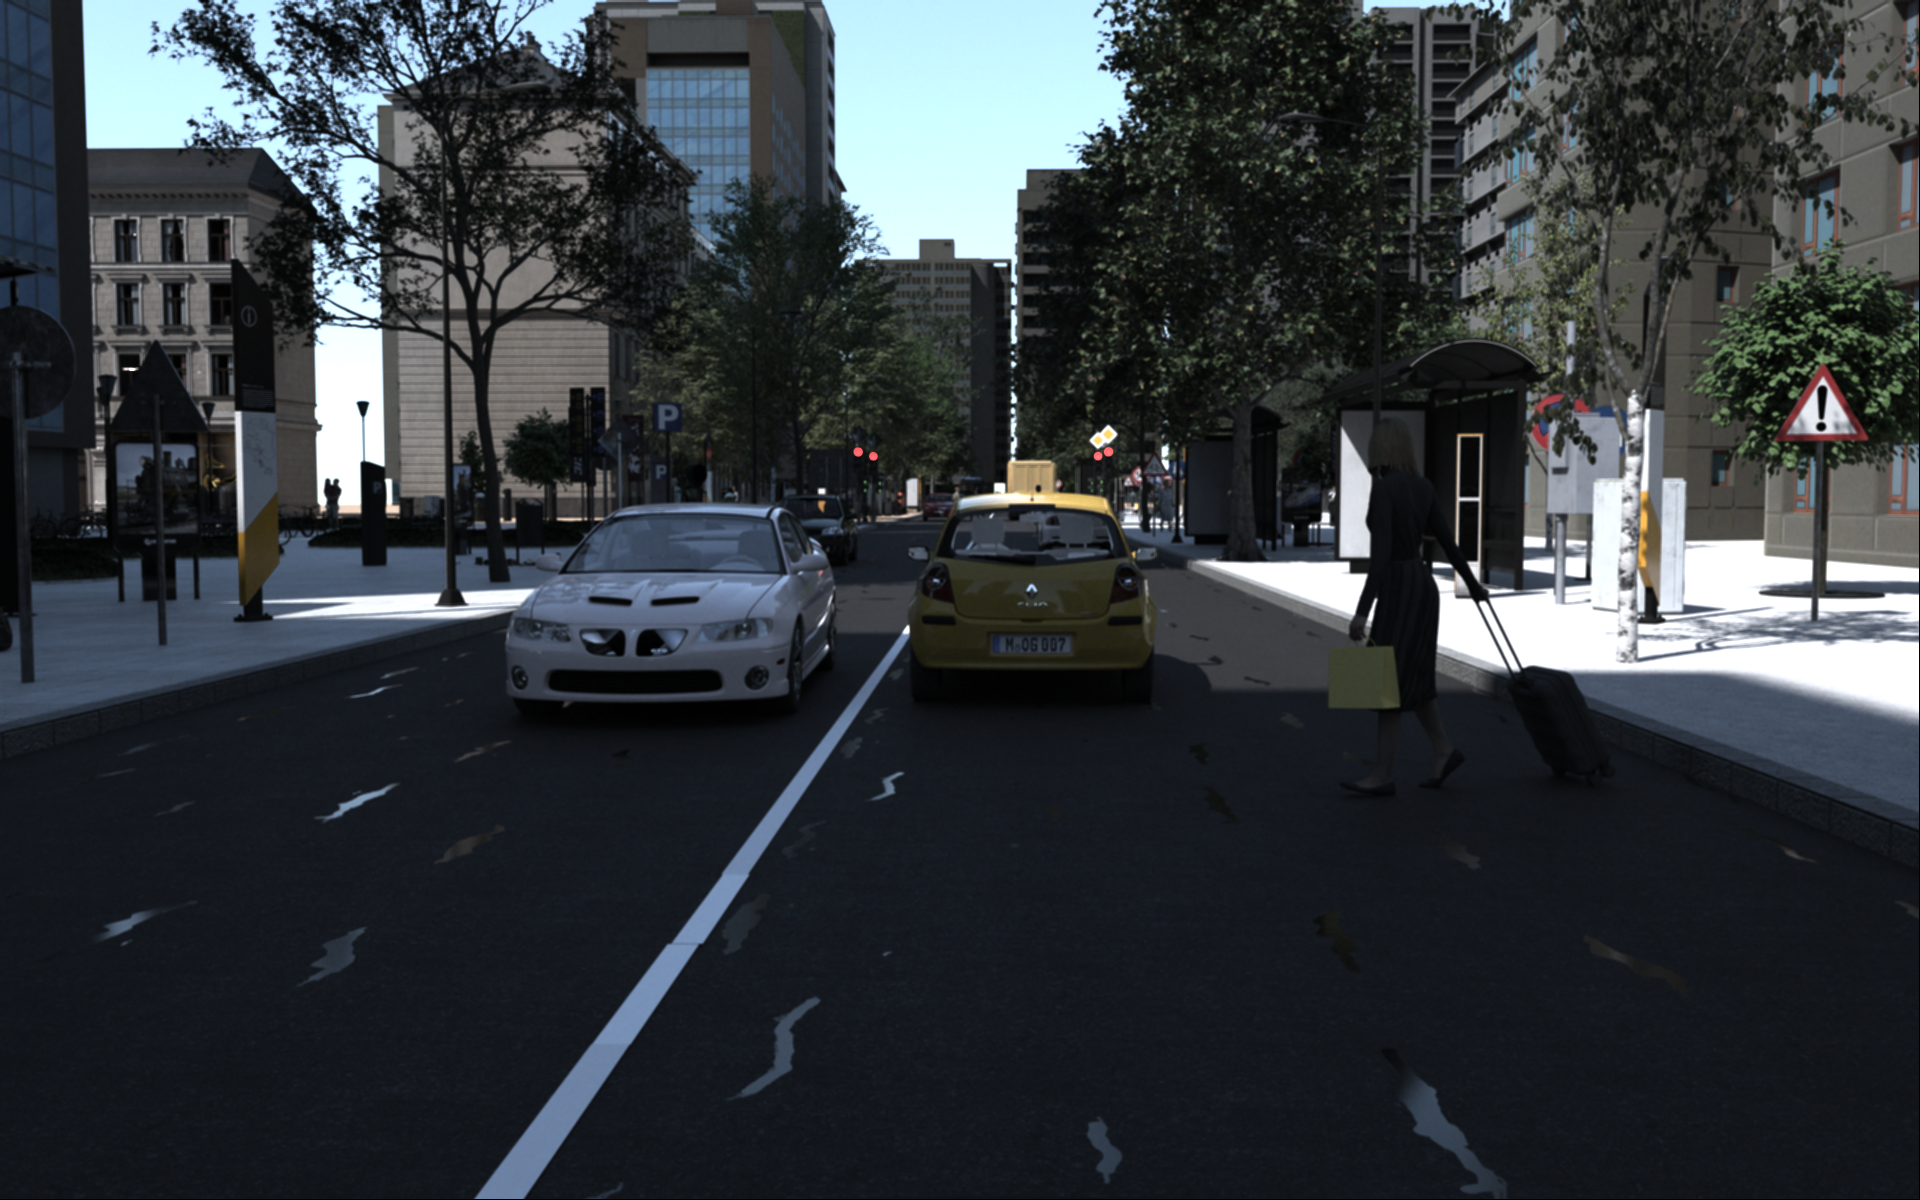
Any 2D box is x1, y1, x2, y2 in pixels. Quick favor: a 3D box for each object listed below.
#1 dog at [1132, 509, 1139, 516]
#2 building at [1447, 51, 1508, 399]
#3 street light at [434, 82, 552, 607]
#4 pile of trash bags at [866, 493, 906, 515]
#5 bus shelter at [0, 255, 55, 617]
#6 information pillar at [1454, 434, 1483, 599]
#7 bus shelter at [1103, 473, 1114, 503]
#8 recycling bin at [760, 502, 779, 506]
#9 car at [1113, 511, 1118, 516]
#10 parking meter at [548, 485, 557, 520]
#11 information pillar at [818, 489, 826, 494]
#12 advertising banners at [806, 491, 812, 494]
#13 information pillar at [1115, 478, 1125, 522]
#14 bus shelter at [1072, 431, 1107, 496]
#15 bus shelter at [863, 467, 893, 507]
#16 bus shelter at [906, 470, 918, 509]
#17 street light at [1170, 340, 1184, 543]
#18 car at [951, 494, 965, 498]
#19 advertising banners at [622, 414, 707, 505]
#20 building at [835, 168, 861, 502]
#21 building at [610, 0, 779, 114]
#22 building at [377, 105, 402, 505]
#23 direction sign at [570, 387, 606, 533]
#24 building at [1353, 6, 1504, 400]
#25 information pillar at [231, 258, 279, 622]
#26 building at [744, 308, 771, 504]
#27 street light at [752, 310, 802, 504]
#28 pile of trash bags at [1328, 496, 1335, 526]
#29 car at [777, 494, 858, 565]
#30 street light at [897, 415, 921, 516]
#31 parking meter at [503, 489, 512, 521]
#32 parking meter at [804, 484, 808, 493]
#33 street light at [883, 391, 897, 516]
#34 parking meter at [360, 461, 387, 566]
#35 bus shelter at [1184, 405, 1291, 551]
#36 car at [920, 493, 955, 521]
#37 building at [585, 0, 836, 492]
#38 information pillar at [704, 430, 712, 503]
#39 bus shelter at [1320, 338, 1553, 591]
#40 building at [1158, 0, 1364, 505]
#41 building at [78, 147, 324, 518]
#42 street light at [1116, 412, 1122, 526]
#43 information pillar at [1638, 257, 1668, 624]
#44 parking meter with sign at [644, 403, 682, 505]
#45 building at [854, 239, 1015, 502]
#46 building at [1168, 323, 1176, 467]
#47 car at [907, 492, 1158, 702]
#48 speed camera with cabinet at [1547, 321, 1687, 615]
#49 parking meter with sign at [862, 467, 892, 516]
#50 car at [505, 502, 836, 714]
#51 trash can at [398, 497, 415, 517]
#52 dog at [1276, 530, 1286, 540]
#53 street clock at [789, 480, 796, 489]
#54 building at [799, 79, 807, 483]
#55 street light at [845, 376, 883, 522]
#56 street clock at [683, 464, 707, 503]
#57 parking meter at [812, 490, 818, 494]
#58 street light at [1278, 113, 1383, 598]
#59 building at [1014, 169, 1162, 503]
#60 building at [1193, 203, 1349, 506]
[{"bbox_3d":[10.053,-5.048,99.370,0.406,0.507,0.540,1,4,11],"label":"dog"},{"bbox_3d":[70.760,-37.281,198.785,27.495,52.752,28.713,0,4,2],"label":"building"},{"bbox_3d":[-5.302,-2.884,19.698,1.470,5.913,1.316,0,4,2],"label":"street light"},{"bbox_3d":[-4.291,-5.863,105.620,1.912,1.369,3.447,2,4,26],"label":"pile of trash bags"},{"bbox_3d":[-10.338,-1.453,15.037,1.731,3.624,6.357,0,4,2],"label":"bus shelter"},{"bbox_3d":[6.250,-1.027,21.285,0.304,2.012,0.304,1,4,15],"label":"information pillar"},{"bbox_3d":[11.770,-9.279,142.995,1.731,3.624,6.357,0,4,2],"label":"bus shelter"},{"bbox_3d":[-5.654,-2.482,53.136,0.722,1.027,0.722,3,4,38],"label":"recycling bin"},{"bbox_3d":[2.881,-1.853,42.653,2.083,1.381,4.827,0,4,1],"label":"car"},{"bbox_3d":[-18.729,-4.517,79.570,0.255,1.863,0.399,1,4,20],"label":"parking meter"},{"bbox_3d":[-7.472,-6.277,93.980,0.504,3.616,0.183,2,4,32],"label":"information pillar"},{"bbox_3d":[-8.135,-6.003,94.342,0.090,3.025,2.074,0,4,6],"label":"advertising banners"},{"bbox_3d":[7.362,-4.602,79.726,0.304,2.012,0.304,3,5,41],"label":"information pillar"},{"bbox_3d":[7.895,-7.742,104.206,2.179,5.291,8.768,0,4,1],"label":"bus shelter"},{"bbox_3d":[-6.161,-8.307,129.747,2.014,3.302,5.546,0,4,2],"label":"bus shelter"},{"bbox_3d":[-3.917,-9.541,149.924,2.014,3.302,5.546,0,4,2],"label":"bus shelter"},{"bbox_3d":[5.165,-4.454,45.363,1.470,5.913,1.316,0,4,2],"label":"street light"},{"bbox_3d":[-0.286,-8.233,146.402,2.131,1.459,4.920,0,4,3],"label":"car"},{"bbox_3d":[-6.601,-2.603,38.749,2.074,3.025,0.090,-3,4,-37],"label":"advertising banners"},{"bbox_3d":[-30.031,-41.370,265.630,27.495,52.752,28.713,0,4,2],"label":"building"},{"bbox_3d":[-23.401,-31.250,161.044,14.600,45.320,14.200,0,4,2],"label":"building"},{"bbox_3d":[-54.839,-35.627,206.210,21.600,48.544,21.300,0,4,2],"label":"building"},{"bbox_3d":[-7.921,-2.747,36.917,0.876,3.537,0.379,1,4,23],"label":"direction sign"},{"bbox_3d":[69.487,-50.134,257.944,20.611,71.187,20.563,0,4,2],"label":"building"},{"bbox_3d":[-7.120,-1.599,17.493,0.183,3.616,0.504,1,4,21],"label":"information pillar"},{"bbox_3d":[-21.990,-17.082,143.914,10.561,19.102,19.286,0,4,2],"label":"building"},{"bbox_3d":[-4.667,-4.357,43.782,1.470,5.913,1.316,0,4,2],"label":"street light"},{"bbox_3d":[15.531,-3.609,68.763,1.912,1.369,3.447,0,4,-6],"label":"pile of trash bags"},{"bbox_3d":[-3.092,-1.603,36.002,2.009,1.686,4.222,0,4,1],"label":"car"},{"bbox_3d":[-3.165,-7.939,102.342,1.470,5.913,1.316,0,4,2],"label":"street light"},{"bbox_3d":[-21.376,-4.488,81.784,0.372,1.533,0.369,0,3,0],"label":"parking meter"},{"bbox_3d":[-8.654,-5.545,96.366,0.399,1.863,0.255,-2,4,-33],"label":"parking meter"},{"bbox_3d":[-3.752,-6.466,78.256,1.470,5.913,1.316,0,4,2],"label":"street light"},{"bbox_3d":[-10.506,-1.550,31.055,0.255,1.863,0.399,2,4,34],"label":"parking meter"},{"bbox_3d":[6.421,-2.901,41.363,2.014,3.302,5.546,0,4,2],"label":"bus shelter"},{"bbox_3d":[-1.102,-5.184,93.796,2.155,1.783,4.494,0,4,0],"label":"car"},{"bbox_3d":[-29.112,-40.550,204.989,28.212,58.520,21.231,0,4,2],"label":"building"},{"bbox_3d":[-9.197,-4.395,63.220,0.183,3.616,0.504,1,4,14],"label":"information pillar"},{"bbox_3d":[6.758,-1.920,25.318,2.014,3.302,5.546,0,4,2],"label":"bus shelter"},{"bbox_3d":[34.540,-46.744,202.509,20.563,71.187,20.611,0,4,2],"label":"building"},{"bbox_3d":[-58.052,-15.151,98.627,40.483,20.767,10.553,0,4,2],"label":"building"},{"bbox_3d":[5.795,-5.933,69.542,1.470,5.913,1.316,0,4,2],"label":"street light"},{"bbox_3d":[6.823,-1.572,17.060,0.183,3.616,0.504,3,4,38],"label":"information pillar"},{"bbox_3d":[-5.897,-2.306,33.966,0.543,3.016,1.738,-1,4,-21],"label":"parking meter with sign"},{"bbox_3d":[-3.636,-35.142,266.448,23.993,40.220,32.217,0,4,2],"label":"building"},{"bbox_3d":[44.240,-37.026,259.998,28.867,44.769,22.147,0,4,2],"label":"building"},{"bbox_3d":[0.556,-0.194,13.396,2.015,1.641,3.980,0,4,2],"label":"car"},{"bbox_3d":[7.270,-1.522,19.227,0.660,3.252,2.038,-1,4,-8],"label":"speed camera with cabinet"},{"bbox_3d":[-4.824,-6.320,99.597,1.738,3.016,0.543,-1,4,-19],"label":"parking meter with sign"},{"bbox_3d":[-1.961,-0.028,12.816,2.083,1.381,4.827,0,4,1],"label":"car"},{"bbox_3d":[-25.007,-4.074,78.263,0.748,1.137,0.748,0,3,0],"label":"trash can"},{"bbox_3d":[9.008,-1.905,48.889,0.748,0.427,0.550,-1,4,-20],"label":"dog"},{"bbox_3d":[-8.807,-5.326,91.657,0.471,2.002,0.358,0,4,-1],"label":"street clock"},{"bbox_3d":[-23.238,-32.117,175.218,14.600,45.320,14.200,0,4,2],"label":"building"},{"bbox_3d":[-3.922,-5.848,68.154,1.470,5.913,1.316,0,4,2],"label":"street light"},{"bbox_3d":[-6.359,-2.284,41.916,0.358,2.002,0.471,3,5,40],"label":"street clock"},{"bbox_3d":[-8.561,-5.766,102.691,0.372,1.533,0.369,0,3,0],"label":"parking meter"},{"bbox_3d":[4.583,-2.981,21.277,1.470,5.913,1.316,0,4,2],"label":"street light"},{"bbox_3d":[19.005,-38.928,260.166,21.600,48.544,21.300,0,4,2],"label":"building"},{"bbox_3d":[31.084,-24.464,171.687,14.160,30.474,14.107,0,4,2],"label":"building"}]
